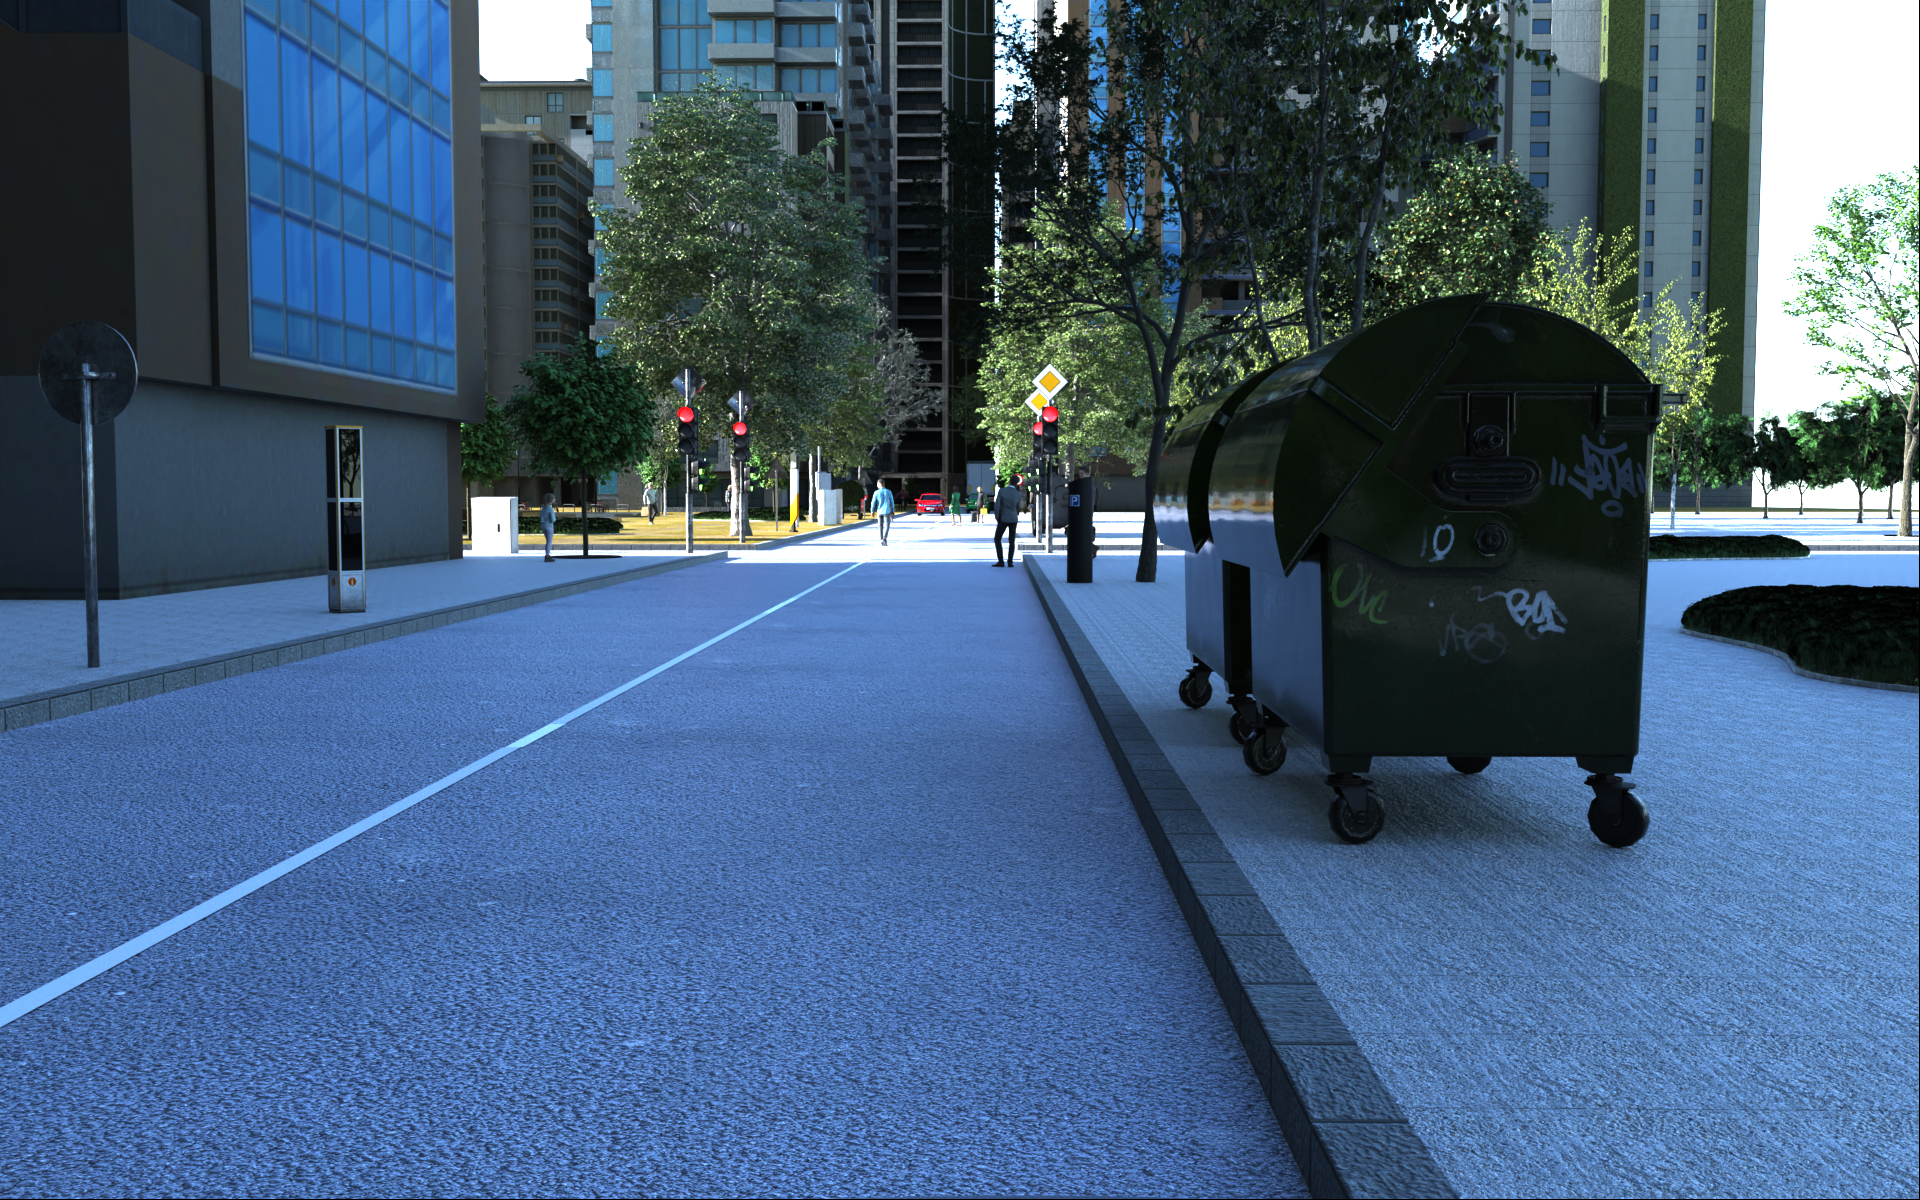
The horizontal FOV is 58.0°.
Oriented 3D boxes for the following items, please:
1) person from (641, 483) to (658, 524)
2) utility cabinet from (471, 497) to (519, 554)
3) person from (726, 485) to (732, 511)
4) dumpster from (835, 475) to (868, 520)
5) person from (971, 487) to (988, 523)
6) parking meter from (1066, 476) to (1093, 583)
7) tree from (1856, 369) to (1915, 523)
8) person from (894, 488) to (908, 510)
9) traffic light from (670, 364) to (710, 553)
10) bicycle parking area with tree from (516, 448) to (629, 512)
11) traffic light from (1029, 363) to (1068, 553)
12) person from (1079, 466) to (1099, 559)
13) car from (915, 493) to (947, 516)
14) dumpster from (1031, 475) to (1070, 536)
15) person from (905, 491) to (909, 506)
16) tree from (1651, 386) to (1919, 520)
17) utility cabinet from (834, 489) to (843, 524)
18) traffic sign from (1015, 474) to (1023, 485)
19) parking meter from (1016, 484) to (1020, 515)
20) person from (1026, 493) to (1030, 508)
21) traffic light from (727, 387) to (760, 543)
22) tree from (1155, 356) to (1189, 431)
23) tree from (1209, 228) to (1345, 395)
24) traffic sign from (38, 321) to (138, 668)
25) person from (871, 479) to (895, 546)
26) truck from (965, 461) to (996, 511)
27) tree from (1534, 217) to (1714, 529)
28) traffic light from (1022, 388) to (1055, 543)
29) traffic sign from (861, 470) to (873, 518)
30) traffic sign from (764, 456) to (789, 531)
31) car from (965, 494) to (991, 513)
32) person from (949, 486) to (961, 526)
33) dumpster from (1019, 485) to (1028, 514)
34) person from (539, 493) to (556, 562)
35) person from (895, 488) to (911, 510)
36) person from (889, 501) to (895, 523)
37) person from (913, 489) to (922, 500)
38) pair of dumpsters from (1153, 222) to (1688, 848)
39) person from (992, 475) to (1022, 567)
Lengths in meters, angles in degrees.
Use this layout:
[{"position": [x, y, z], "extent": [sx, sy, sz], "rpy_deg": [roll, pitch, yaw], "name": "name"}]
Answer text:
[{"position": [-13.192, -4.094, 73.471], "extent": [0.515, 1.767, 0.782], "rpy_deg": [3, 4, 37], "name": "person"}, {"position": [-10.091, -1.615, 37.565], "extent": [1.020, 1.237, 0.306], "rpy_deg": [1, 4, 21], "name": "utility cabinet"}, {"position": [-12.878, -5.591, 97.633], "extent": [0.709, 1.800, 0.728], "rpy_deg": [-1, 4, -20], "name": "person"}, {"position": [-5.475, -5.181, 87.198], "extent": [1.502, 2.255, 1.985], "rpy_deg": [0, 4, 1], "name": "dumpster"}, {"position": [0.958, -4.716, 85.829], "extent": [0.699, 1.804, 1.509], "rpy_deg": [0, 4, -6], "name": "person"}, {"position": [1.736, -1.019, 25.067], "extent": [0.372, 1.533, 0.369], "rpy_deg": [0, 3, 0], "name": "parking meter"}, {"position": [49.676, -7.662, 88.187], "extent": [20.602, 7.101, 11.467], "rpy_deg": [0, 4, 4], "name": "tree"}, {"position": [-4.832, -8.264, 141.843], "extent": [1.217, 1.739, 0.721], "rpy_deg": [-2, 4, -25], "name": "person"}, {"position": [-5.847, -2.970, 37.475], "extent": [0.839, 4.253, 0.868], "rpy_deg": [0, 4, 1], "name": "traffic light"}, {"position": [-25.727, -7.556, 110.547], "extent": [8.231, 4.147, 9.016], "rpy_deg": [-2, 4, -23], "name": "bicycle parking area with tree"}, {"position": [1.913, -2.962, 37.351], "extent": [0.839, 4.253, 0.868], "rpy_deg": [0, 4, 1], "name": "traffic light"}, {"position": [2.466, -1.700, 33.806], "extent": [0.822, 1.834, 0.622], "rpy_deg": [-2, 4, -32], "name": "person"}, {"position": [-1.923, -6.516, 115.574], "extent": [2.155, 1.783, 4.494], "rpy_deg": [0, 4, 0], "name": "car"}, {"position": [2.826, -2.886, 52.946], "extent": [1.264, 1.857, 1.865], "rpy_deg": [0, 4, 1], "name": "dumpster"}, {"position": [-5.665, -11.007, 186.741], "extent": [0.721, 1.736, 1.217], "rpy_deg": [1, 4, 8], "name": "person"}, {"position": [48.880, -8.795, 106.710], "extent": [20.602, 7.101, 11.467], "rpy_deg": [3, 5, 44], "name": "tree"}, {"position": [-5.239, -4.015, 74.317], "extent": [0.318, 1.500, 1.173], "rpy_deg": [0, 4, 0], "name": "utility cabinet"}, {"position": [3.626, -6.635, 108.589], "extent": [0.768, 2.556, 0.104], "rpy_deg": [0, 4, 6], "name": "traffic sign"}, {"position": [3.360, -5.997, 103.759], "extent": [0.399, 1.863, 0.255], "rpy_deg": [0, 4, -1], "name": "parking meter"}, {"position": [6.007, -9.204, 157.083], "extent": [0.990, 1.755, 0.434], "rpy_deg": [-1, 4, -14], "name": "person"}, {"position": [-5.702, -3.458, 45.459], "extent": [0.839, 4.253, 0.868], "rpy_deg": [0, 4, 1], "name": "traffic light"}, {"position": [12.206, -8.655, 91.869], "extent": [4.737, 8.622, 4.395], "rpy_deg": [0, 3, 0], "name": "tree"}, {"position": [9.505, -5.917, 47.108], "extent": [4.737, 8.622, 4.395], "rpy_deg": [0, 3, 0], "name": "tree"}, {"position": [-6.417, -0.773, 12.750], "extent": [0.768, 2.556, 0.104], "rpy_deg": [0, 4, 6], "name": "traffic sign"}, {"position": [-2.159, -2.416, 47.872], "extent": [0.638, 1.841, 0.748], "rpy_deg": [1, 4, 12], "name": "person"}, {"position": [1.825, -9.972, 151.950], "extent": [2.839, 4.237, 11.283], "rpy_deg": [0, 4, 0], "name": "truck"}, {"position": [17.136, -5.913, 47.034], "extent": [4.737, 8.622, 4.395], "rpy_deg": [0, 3, 0], "name": "tree"}, {"position": [2.058, -3.450, 45.335], "extent": [0.839, 4.253, 0.868], "rpy_deg": [0, 4, 1], "name": "traffic light"}, {"position": [-5.076, -5.628, 92.019], "extent": [0.884, 2.594, 0.081], "rpy_deg": [0, 4, 4], "name": "traffic sign"}, {"position": [-6.282, -3.630, 59.354], "extent": [0.884, 2.594, 0.081], "rpy_deg": [0, 4, 7], "name": "traffic sign"}, {"position": [1.362, -7.412, 129.976], "extent": [1.959, 1.807, 4.718], "rpy_deg": [0, 4, 0], "name": "car"}, {"position": [-0.178, -4.178, 77.056], "extent": [0.529, 1.795, 0.600], "rpy_deg": [3, 4, 37], "name": "person"}, {"position": [3.686, -6.389, 110.212], "extent": [1.264, 1.857, 1.865], "rpy_deg": [0, 4, 1], "name": "dumpster"}, {"position": [-7.763, -1.369, 32.712], "extent": [0.425, 1.301, 0.394], "rpy_deg": [2, 4, 27], "name": "person"}, {"position": [-4.520, -7.990, 137.397], "extent": [1.217, 1.743, 0.721], "rpy_deg": [-1, 4, -10], "name": "person"}, {"position": [-3.463, -4.459, 85.683], "extent": [0.475, 1.303, 0.640], "rpy_deg": [-2, 4, -33], "name": "person"}, {"position": [-3.920, -9.861, 167.993], "extent": [1.217, 1.735, 0.721], "rpy_deg": [0, 4, -5], "name": "person"}, {"position": [1.906, -0.354, 8.283], "extent": [1.574, 2.255, 4.437], "rpy_deg": [0, 4, 1], "name": "pair of dumpsters"}, {"position": [0.921, -1.554, 34.082], "extent": [0.592, 1.802, 0.473], "rpy_deg": [0, 4, -1], "name": "person"}]
